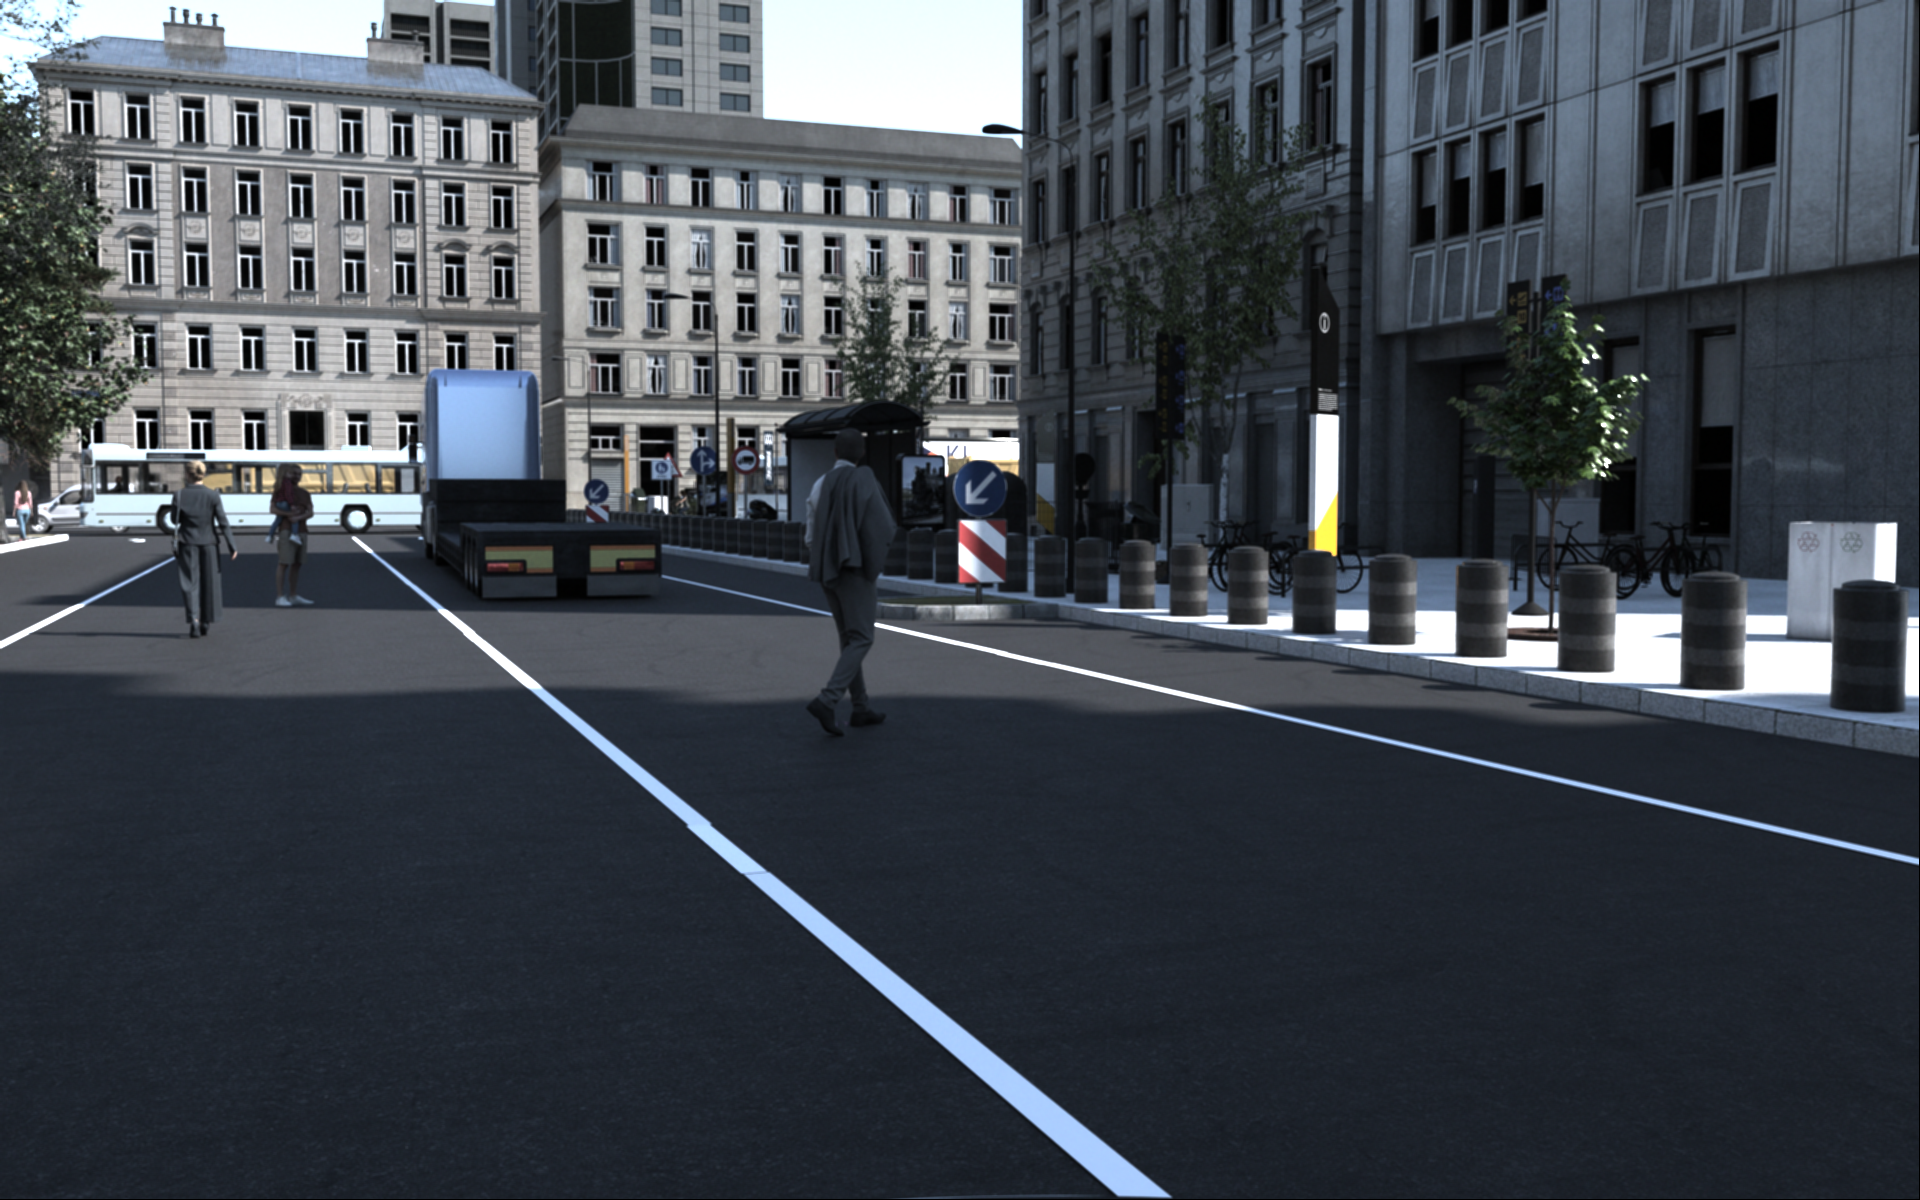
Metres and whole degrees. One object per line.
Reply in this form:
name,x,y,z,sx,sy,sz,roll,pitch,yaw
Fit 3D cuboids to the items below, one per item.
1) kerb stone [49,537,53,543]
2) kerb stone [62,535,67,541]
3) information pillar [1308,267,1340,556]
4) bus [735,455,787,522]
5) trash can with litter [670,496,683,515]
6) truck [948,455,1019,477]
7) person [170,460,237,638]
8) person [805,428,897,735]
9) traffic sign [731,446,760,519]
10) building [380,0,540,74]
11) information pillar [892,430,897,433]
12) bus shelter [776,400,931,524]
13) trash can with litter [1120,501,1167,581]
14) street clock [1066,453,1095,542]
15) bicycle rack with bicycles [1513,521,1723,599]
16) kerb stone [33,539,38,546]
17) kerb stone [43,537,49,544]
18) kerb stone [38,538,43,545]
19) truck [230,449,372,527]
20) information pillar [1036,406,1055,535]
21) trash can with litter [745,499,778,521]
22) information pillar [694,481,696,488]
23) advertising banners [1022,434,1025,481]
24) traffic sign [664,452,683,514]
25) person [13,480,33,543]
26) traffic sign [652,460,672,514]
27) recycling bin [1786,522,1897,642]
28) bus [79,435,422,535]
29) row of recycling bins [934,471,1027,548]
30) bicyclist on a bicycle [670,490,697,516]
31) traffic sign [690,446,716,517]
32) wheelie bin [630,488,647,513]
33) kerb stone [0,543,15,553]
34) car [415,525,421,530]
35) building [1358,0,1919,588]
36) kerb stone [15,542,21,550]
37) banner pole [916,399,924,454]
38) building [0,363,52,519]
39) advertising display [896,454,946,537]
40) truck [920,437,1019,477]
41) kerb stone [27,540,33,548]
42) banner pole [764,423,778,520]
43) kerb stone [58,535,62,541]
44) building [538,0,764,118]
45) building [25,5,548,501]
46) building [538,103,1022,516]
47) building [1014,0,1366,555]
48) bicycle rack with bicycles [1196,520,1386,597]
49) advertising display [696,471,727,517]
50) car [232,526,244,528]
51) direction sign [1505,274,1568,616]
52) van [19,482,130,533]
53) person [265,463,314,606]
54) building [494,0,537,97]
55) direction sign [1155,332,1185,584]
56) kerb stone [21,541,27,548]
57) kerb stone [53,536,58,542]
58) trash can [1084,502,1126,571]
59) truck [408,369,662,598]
kerb stone,-26.512,-1.714,50.232,0.120,0.150,1.000,-1,4,-21
kerb stone,-27.606,-1.891,53.107,0.120,0.150,1.000,-1,4,-21
information pillar,3.806,-1.639,18.147,0.183,3.616,0.504,3,5,40
bus,-6.746,-4.763,72.738,2.948,3.499,13.247,-1,4,-22
trash can with litter,-15.738,-5.116,95.027,0.624,1.170,1.055,3,5,42
truck,4.422,-5.051,78.512,9.791,3.379,3.469,-1,4,-20
person,-7.620,-0.519,17.407,0.534,1.772,0.576,3,5,43
person,-0.655,-0.114,10.471,0.679,1.850,0.850,2,4,34
traffic sign,-5.635,-2.779,45.540,0.768,2.556,0.104,-1,4,-20
building,-73.597,-49.960,255.092,20.611,71.187,20.563,-1,4,-21
information pillar,-1.785,-3.398,46.906,0.183,3.616,0.504,1,4,11
bus shelter,-2.557,-2.816,39.973,2.014,3.302,5.546,-1,4,-21
trash can with litter,2.925,-0.892,25.974,1.055,1.170,0.624,3,5,43
street clock,2.120,-1.585,30.491,0.471,2.002,0.358,-1,4,-23
bicycle rack with bicycles,8.727,-0.555,22.454,2.925,0.926,2.852,-1,4,-22
kerb stone,-25.414,-1.539,47.350,0.120,0.150,1.000,-1,4,-21
kerb stone,-26.140,-1.655,49.272,0.120,0.150,1.000,-1,4,-21
kerb stone,-25.783,-1.597,48.310,0.120,0.150,1.000,-1,4,-21
truck,-30.163,-4.962,77.045,9.791,3.379,3.469,-1,4,-20
information pillar,2.303,-3.364,46.364,0.504,3.616,0.183,0,4,-7
trash can with litter,-4.135,-1.620,37.878,1.055,1.170,0.624,-3,5,-43
information pillar,-14.408,-5.540,95.064,0.304,2.012,0.304,-1,4,-21
advertising banners,1.796,-3.265,49.576,0.090,3.025,2.074,0,4,4
traffic sign,-9.087,-3.302,53.995,0.884,2.594,0.081,-1,4,-12
person,-26.455,-2.471,48.916,0.388,1.821,0.555,2,4,24
traffic sign,-8.828,-3.006,51.285,0.606,2.300,0.079,-1,4,-15
recycling bin,7.793,-0.169,15.314,0.722,1.027,0.722,3,5,40
bus,-24.954,-4.099,61.879,13.247,3.499,2.948,-1,4,-20
row of recycling bins,0.349,-1.563,32.660,1.069,1.692,3.534,-1,4,-17
bicyclist on a bicycle,-12.786,-4.255,79.597,1.625,1.676,1.499,-1,4,-22
traffic sign,-6.818,-2.817,46.171,0.768,2.556,0.104,-1,4,-20
wheelie bin,-17.393,-5.233,93.473,0.693,1.594,0.980,3,5,43
kerb stone,-23.962,-1.299,43.514,0.120,0.150,1.000,-1,4,-21
car,-19.659,-3.574,68.229,4.222,1.686,2.009,-1,4,-22
building,17.280,-12.814,27.530,12.078,24.808,19.932,-1,4,-21
kerb stone,-24.317,-1.363,44.476,0.120,0.150,1.000,-1,4,-21
banner pole,-1.073,-3.430,46.093,0.401,3.779,0.863,-1,4,-16
building,-63.479,-16.434,87.770,30.058,24.678,14.314,-1,4,-21
advertising display,-0.633,-1.404,28.174,0.974,1.923,0.123,-3,5,-43
truck,1.472,-6.042,87.693,11.283,4.237,2.839,-1,4,-22
kerb stone,-25.049,-1.480,46.392,0.120,0.150,1.000,-1,4,-21
banner pole,-6.583,-4.321,60.658,0.401,3.779,0.863,3,4,39
kerb stone,-27.236,-1.831,52.151,0.120,0.150,1.000,-1,4,-21
building,-31.527,-44.643,168.158,20.563,71.187,20.611,-1,4,-21
building,-36.188,-18.234,95.385,25.104,27.353,12.463,-1,4,-21
building,-11.123,-16.753,107.187,30.059,22.955,16.112,-1,4,-21
building,9.266,-12.021,45.696,9.793,20.994,18.267,-1,4,-21
bicycle rack with bicycles,4.078,-0.571,22.723,2.925,0.926,2.852,-2,4,-31
advertising display,-6.812,-2.612,47.921,0.974,1.923,0.123,-2,4,-29
car,-31.935,-3.929,73.030,4.718,1.807,1.959,-1,4,-21
direction sign,6.058,-1.608,18.293,0.379,3.537,0.876,-2,4,-23
van,-32.909,-3.531,64.737,4.112,2.044,2.013,-1,4,-21
person,-8.610,-0.842,22.245,0.573,1.828,0.580,-1,4,-13
building,-40.159,-39.715,191.336,21.231,58.520,28.212,-1,4,-21
direction sign,2.993,-1.999,24.677,0.379,3.537,0.876,2,4,33
kerb stone,-24.690,-1.421,45.431,0.120,0.150,1.000,-1,4,-21
kerb stone,-26.872,-1.773,51.192,0.120,0.150,1.000,-1,4,-21
trash can,2.460,-1.074,29.208,0.748,1.137,0.748,0,3,0
truck,-8.356,-2.585,32.030,2.967,4.110,18.799,-1,4,-19
